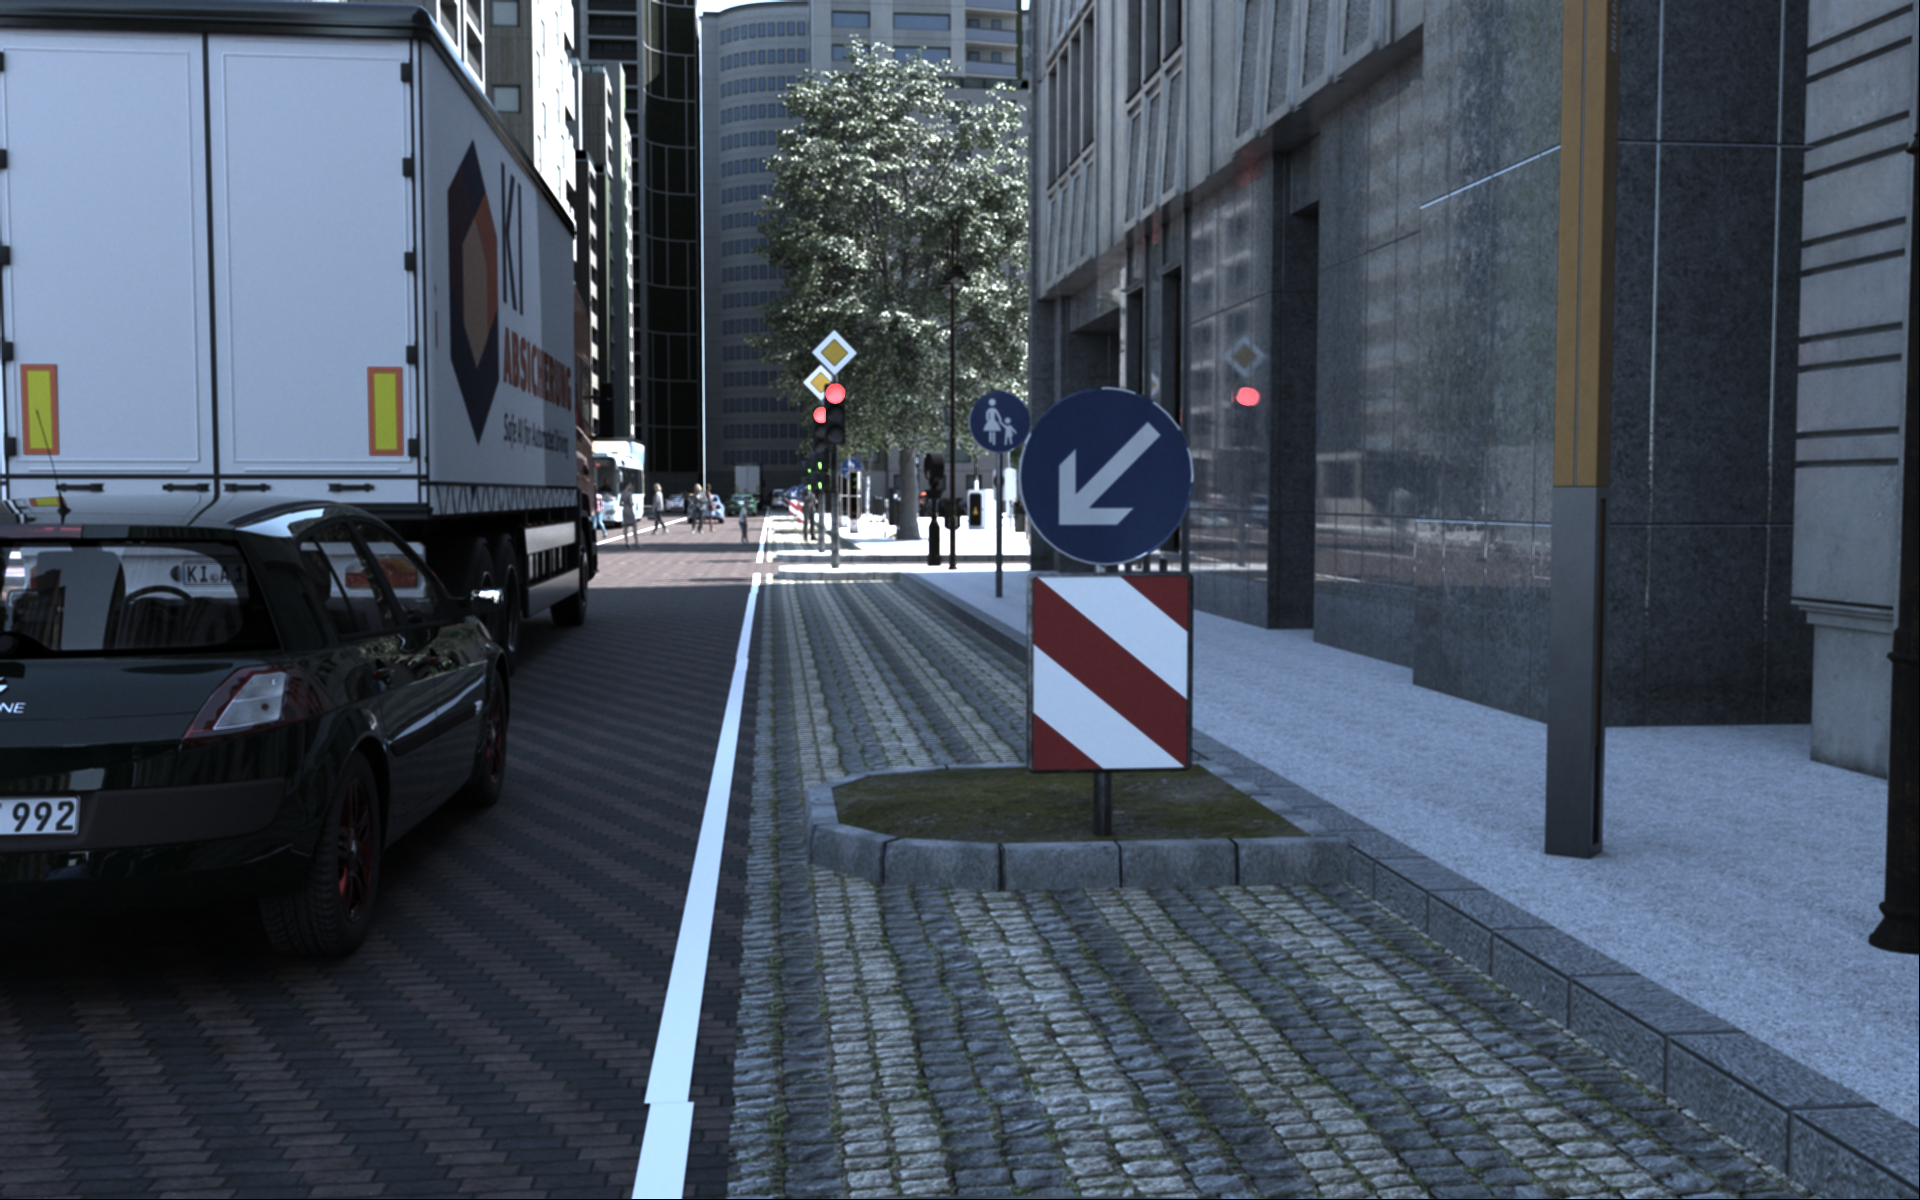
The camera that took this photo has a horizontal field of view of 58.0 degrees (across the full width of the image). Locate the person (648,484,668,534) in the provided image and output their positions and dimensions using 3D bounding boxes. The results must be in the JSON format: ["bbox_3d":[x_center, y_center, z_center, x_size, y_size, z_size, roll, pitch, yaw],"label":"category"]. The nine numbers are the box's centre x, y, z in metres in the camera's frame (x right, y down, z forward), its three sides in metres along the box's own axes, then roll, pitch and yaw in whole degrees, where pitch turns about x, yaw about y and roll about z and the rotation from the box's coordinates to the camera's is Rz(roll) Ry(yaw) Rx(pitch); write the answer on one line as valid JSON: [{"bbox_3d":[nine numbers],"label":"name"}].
[{"bbox_3d":[-10.699,-3.218,61.304,0.728,1.800,0.709,1,4,11],"label":"person"}]

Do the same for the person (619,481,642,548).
[{"bbox_3d":[-8.777,-2.279,46.097,0.599,1.781,0.374,3,4,36],"label":"person"}]

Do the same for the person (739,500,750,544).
[{"bbox_3d":[-6.179,-2.234,49.714,0.352,1.250,0.332,1,4,19],"label":"person"}]

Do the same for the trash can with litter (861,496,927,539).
[{"bbox_3d":[-1.690,-2.424,50.694,1.678,1.210,2.233,-2,4,-25],"label":"trash can with litter"}]

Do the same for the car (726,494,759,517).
[{"bbox_3d":[-13.852,-6.023,110.269,2.131,1.459,4.920,0,4,-6],"label":"car"}]

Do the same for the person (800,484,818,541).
[{"bbox_3d":[-4.548,-2.727,52.890,0.447,1.846,0.655,3,5,40],"label":"person"}]

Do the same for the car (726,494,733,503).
[{"bbox_3d":[-22.267,-9.918,172.388,2.015,1.641,3.980,0,4,-7],"label":"car"}]

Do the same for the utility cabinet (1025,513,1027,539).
[{"bbox_3d":[2.368,-2.444,48.638,1.173,1.500,0.318,-3,4,-38],"label":"utility cabinet"}]

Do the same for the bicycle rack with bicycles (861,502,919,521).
[{"bbox_3d":[-3.451,-4.265,83.108,2.852,0.926,2.925,-2,4,-35],"label":"bicycle rack with bicycles"}]

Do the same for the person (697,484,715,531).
[{"bbox_3d":[-9.607,-3.506,65.913,0.778,1.811,0.616,-3,5,-40],"label":"person"}]

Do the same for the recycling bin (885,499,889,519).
[{"bbox_3d":[-3.416,-4.751,90.232,0.722,1.027,0.722,3,5,43],"label":"recycling bin"}]

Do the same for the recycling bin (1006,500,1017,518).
[{"bbox_3d":[2.868,-5.017,94.580,0.722,1.027,0.722,0,4,-2],"label":"recycling bin"}]

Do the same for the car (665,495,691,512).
[{"bbox_3d":[-22.679,-7.772,139.440,2.083,1.381,4.827,0,4,-6],"label":"car"}]

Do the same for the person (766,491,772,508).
[{"bbox_3d":[-18.652,-9.914,171.420,1.217,1.723,0.721,0,4,-2],"label":"person"}]

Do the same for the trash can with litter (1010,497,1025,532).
[{"bbox_3d":[2.248,-2.834,57.730,1.055,1.170,0.624,-1,4,-18],"label":"trash can with litter"}]

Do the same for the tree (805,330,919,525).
[{"bbox_3d":[-3.777,-7.429,71.829,4.737,8.622,4.395,0,3,0],"label":"tree"}]

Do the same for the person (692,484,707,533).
[{"bbox_3d":[-9.535,-3.341,63.303,0.537,1.800,0.526,0,4,4],"label":"person"}]

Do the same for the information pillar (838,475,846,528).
[{"bbox_3d":[-4.421,-3.733,65.523,0.304,2.012,0.304,-2,4,-28],"label":"information pillar"}]

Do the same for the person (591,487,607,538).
[{"bbox_3d":[-11.880,-2.887,56.547,0.643,1.720,0.563,3,5,41],"label":"person"}]

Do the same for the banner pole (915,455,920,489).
[{"bbox_3d":[-2.679,-6.563,97.328,0.863,3.779,0.401,-1,4,-12],"label":"banner pole"}]

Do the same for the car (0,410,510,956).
[{"bbox_3d":[-2.859,0.190,6.687,2.009,1.686,4.222,0,4,-6],"label":"car"}]

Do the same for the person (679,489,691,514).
[{"bbox_3d":[-19.963,-7.191,126.089,1.348,1.823,0.705,3,5,39],"label":"person"}]

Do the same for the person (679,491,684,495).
[{"bbox_3d":[-24.822,-8.879,154.336,0.551,1.740,0.621,-3,4,-36],"label":"person"}]

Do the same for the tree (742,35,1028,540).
[{"bbox_3d":[-1.490,-8.646,48.020,9.857,13.997,8.962,0,3,0],"label":"tree"}]

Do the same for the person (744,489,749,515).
[{"bbox_3d":[-14.722,-6.704,118.554,0.568,1.767,0.683,0,4,-8],"label":"person"}]

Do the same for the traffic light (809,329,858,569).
[{"bbox_3d":[-2.163,-2.493,29.687,0.839,4.253,0.868,0,4,-6],"label":"traffic light"}]

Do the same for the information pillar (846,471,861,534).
[{"bbox_3d":[-3.409,-3.161,56.180,0.304,2.012,0.304,1,4,13],"label":"information pillar"}]

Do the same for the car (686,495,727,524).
[{"bbox_3d":[-12.535,-4.499,85.556,2.014,1.417,4.499,0,4,-7],"label":"car"}]

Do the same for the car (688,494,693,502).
[{"bbox_3d":[-28.109,-10.500,181.901,2.015,1.641,3.980,0,4,-4],"label":"car"}]

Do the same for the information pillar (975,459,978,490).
[{"bbox_3d":[1.009,-7.058,106.757,0.183,3.616,0.504,1,4,18],"label":"information pillar"}]

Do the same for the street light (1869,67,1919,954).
[{"bbox_3d":[2.680,-1.954,4.734,0.468,5.910,1.993,0,4,-6],"label":"street light"}]

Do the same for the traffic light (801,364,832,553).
[{"bbox_3d":[-3.031,-2.979,37.625,0.839,4.253,0.868,0,4,-6],"label":"traffic light"}]

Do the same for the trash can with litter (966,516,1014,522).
[{"bbox_3d":[1.087,-4.218,80.017,1.678,1.210,2.233,3,5,41],"label":"trash can with litter"}]

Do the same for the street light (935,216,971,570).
[{"bbox_3d":[-0.123,-3.448,29.166,0.468,5.910,1.993,0,4,-6],"label":"street light"}]
